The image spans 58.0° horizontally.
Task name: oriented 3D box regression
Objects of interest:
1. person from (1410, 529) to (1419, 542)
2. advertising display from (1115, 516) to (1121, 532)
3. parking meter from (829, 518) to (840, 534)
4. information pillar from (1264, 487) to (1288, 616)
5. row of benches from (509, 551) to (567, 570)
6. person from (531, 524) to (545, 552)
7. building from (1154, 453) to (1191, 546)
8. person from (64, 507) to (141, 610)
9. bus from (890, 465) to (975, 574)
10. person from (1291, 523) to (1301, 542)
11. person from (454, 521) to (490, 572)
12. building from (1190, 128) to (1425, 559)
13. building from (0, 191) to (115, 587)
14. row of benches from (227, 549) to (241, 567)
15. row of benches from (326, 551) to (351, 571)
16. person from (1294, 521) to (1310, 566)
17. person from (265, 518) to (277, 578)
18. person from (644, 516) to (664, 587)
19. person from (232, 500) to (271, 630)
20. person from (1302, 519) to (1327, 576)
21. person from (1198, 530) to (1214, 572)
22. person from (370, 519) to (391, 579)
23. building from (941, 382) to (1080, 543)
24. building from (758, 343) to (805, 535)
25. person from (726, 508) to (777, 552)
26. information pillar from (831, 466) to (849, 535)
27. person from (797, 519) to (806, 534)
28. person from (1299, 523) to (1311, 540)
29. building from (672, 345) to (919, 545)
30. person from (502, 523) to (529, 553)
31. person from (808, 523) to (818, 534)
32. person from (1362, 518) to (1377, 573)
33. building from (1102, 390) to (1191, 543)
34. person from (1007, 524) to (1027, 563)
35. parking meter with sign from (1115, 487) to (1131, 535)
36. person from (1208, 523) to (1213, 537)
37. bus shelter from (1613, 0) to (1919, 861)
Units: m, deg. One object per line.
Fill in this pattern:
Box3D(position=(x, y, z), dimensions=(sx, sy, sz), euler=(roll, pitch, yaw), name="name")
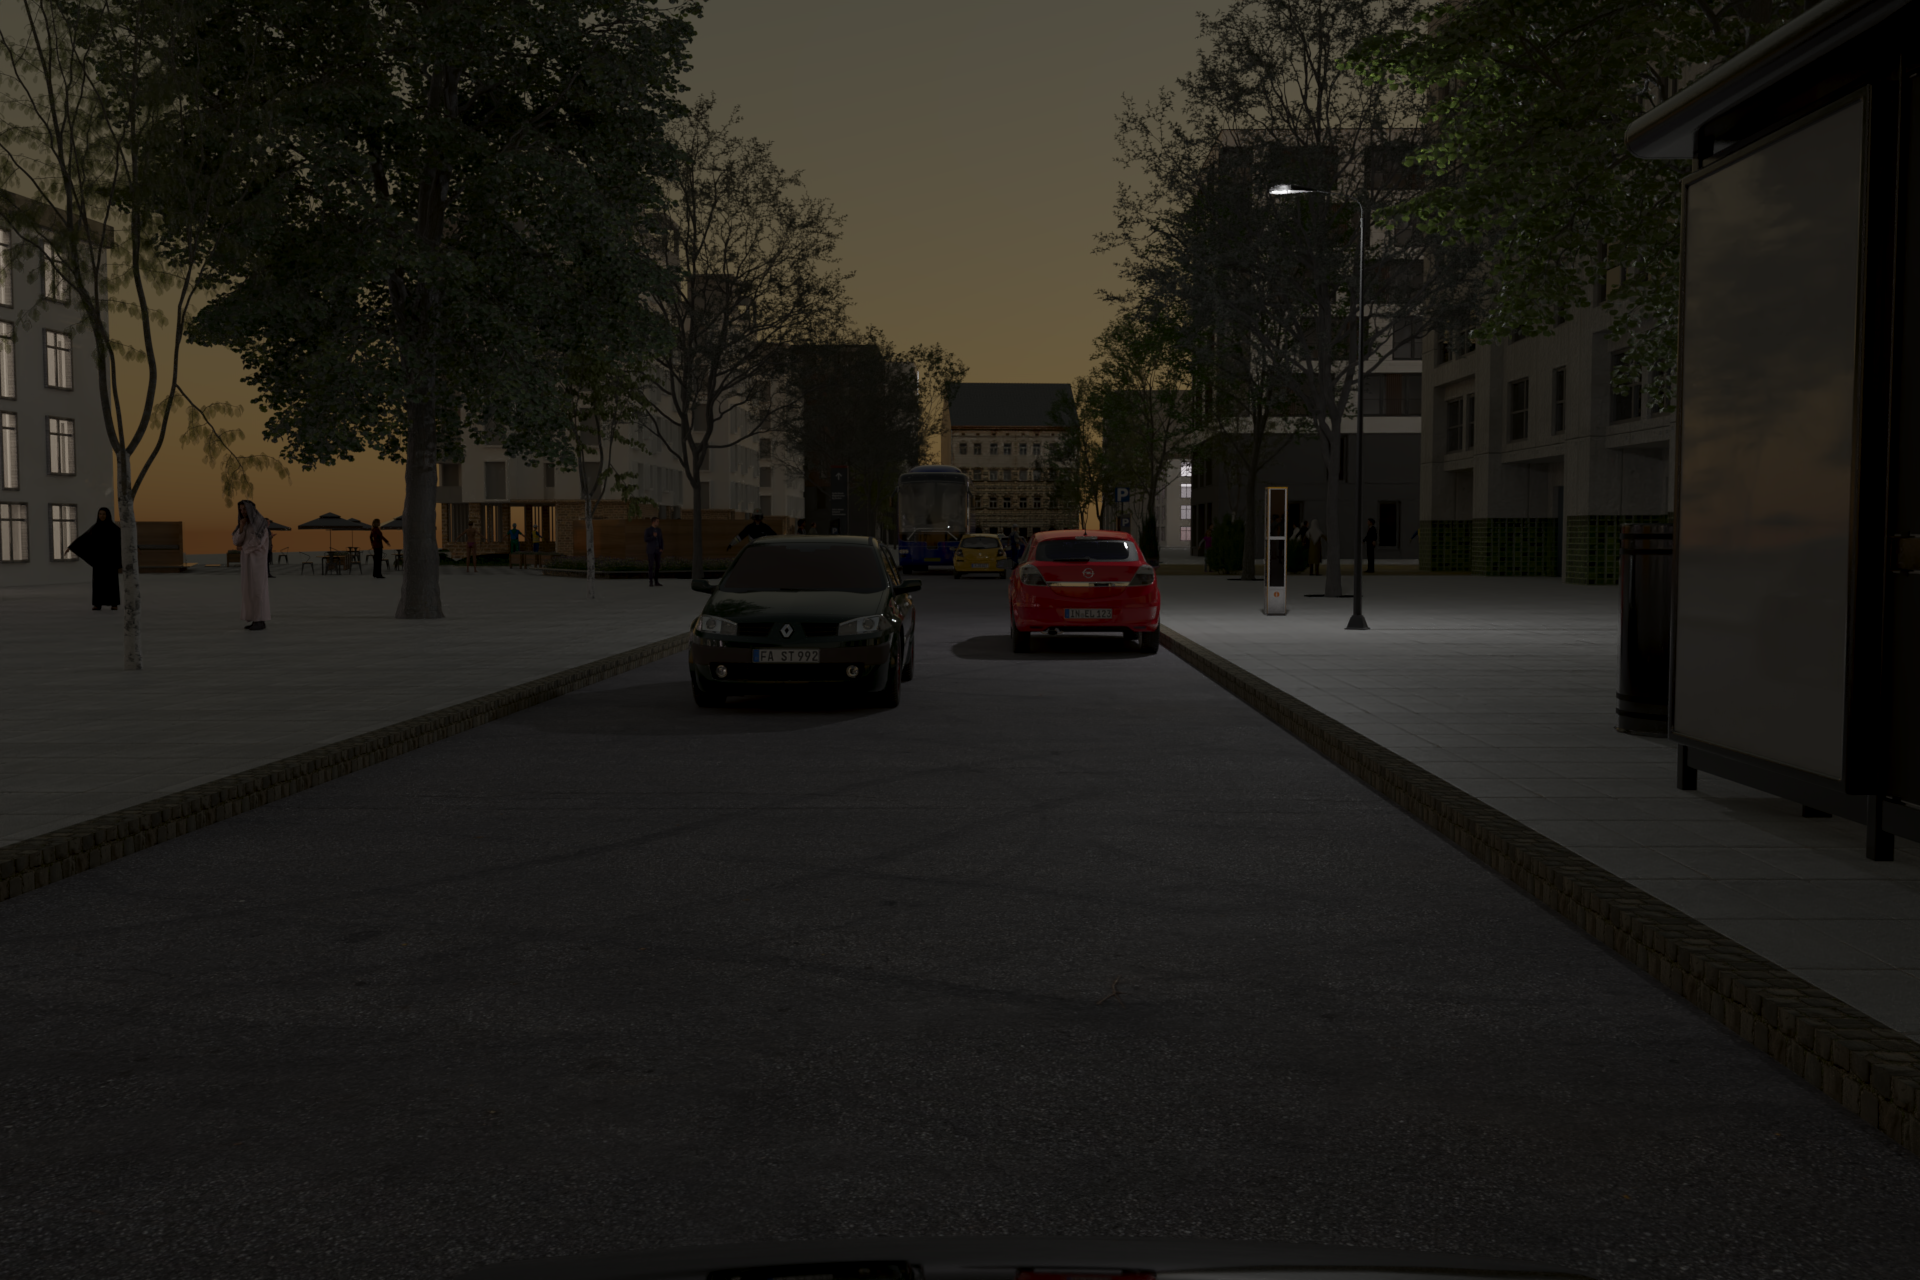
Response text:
Box3D(position=(19.847, -4.169, 74.129), dimensions=(1.349, 1.833, 0.705), euler=(3, 4, 39), name="person")
Box3D(position=(5.613, -3.447, 61.579), dimensions=(0.123, 1.923, 0.974), euler=(0, 4, 2), name="advertising display")
Box3D(position=(-4.600, -3.539, 63.568), dimensions=(0.399, 1.863, 0.255), euler=(0, 4, 2), name="parking meter")
Box3D(position=(4.962, -1.391, 27.229), dimensions=(0.304, 2.012, 0.304), euler=(0, 4, 1), name="information pillar")
Box3D(position=(-15.352, -2.899, 62.860), dimensions=(1.422, 0.672, 4.104), euler=(-2, 4, -35), name="row of benches")
Box3D(position=(-21.429, -4.976, 87.821), dimensions=(0.721, 1.772, 1.216), euler=(-3, 5, -44), name="person")
Box3D(position=(25.883, -14.528, 179.675), dimensions=(9.099, 9.664, 28.070), euler=(0, 4, 1), name="building")
Box3D(position=(-14.398, -1.366, 29.115), dimensions=(1.214, 1.737, 0.721), euler=(-1, 4, -9), name="person")
Box3D(position=(-0.791, -4.498, 65.084), dimensions=(2.896, 3.916, 12.251), euler=(0, 4, 2), name="bus")
Box3D(position=(15.720, -4.586, 81.166), dimensions=(0.705, 1.806, 1.347), euler=(2, 4, 30), name="person")
Box3D(position=(-16.442, -3.152, 58.345), dimensions=(1.217, 1.733, 0.721), euler=(0, 4, -2), name="person")
Box3D(position=(27.595, -15.879, 103.599), dimensions=(27.936, 21.610, 32.646), euler=(0, 4, 2), name="building")
Box3D(position=(-24.299, -5.590, 33.544), dimensions=(9.099, 9.664, 28.070), euler=(0, 4, 2), name="building")
Box3D(position=(-28.674, -3.246, 68.530), dimensions=(1.422, 0.672, 4.104), euler=(-1, 4, -22), name="row of benches")
Box3D(position=(-22.426, -2.879, 62.540), dimensions=(1.422, 0.672, 4.104), euler=(-1, 4, -16), name="row of benches")
Box3D(position=(13.415, -3.724, 67.112), dimensions=(0.704, 1.802, 1.346), euler=(-3, 4, -38), name="person")
Box3D(position=(-20.134, -2.695, 50.641), dimensions=(0.750, 1.759, 0.617), euler=(1, 4, 16), name="person")
Box3D(position=(-7.497, -2.170, 42.438), dimensions=(0.541, 1.710, 0.530), euler=(-2, 4, -35), name="person")
Box3D(position=(-9.519, -1.012, 23.257), dimensions=(0.551, 1.740, 0.621), euler=(1, 4, 10), name="person")
Box3D(position=(10.991, -2.848, 53.333), dimensions=(0.721, 1.736, 1.217), euler=(-2, 4, -35), name="person")
Box3D(position=(8.357, -2.979, 57.974), dimensions=(0.991, 1.433, 0.599), euler=(-2, 4, -30), name="person")
Box3D(position=(-16.770, -2.647, 50.086), dimensions=(0.721, 1.729, 1.215), euler=(-3, 5, -41), name="person")
Box3D(position=(6.919, -25.480, 249.975), dimensions=(18.063, 23.208, 19.493), euler=(0, 4, -5), name="building")
Box3D(position=(-21.930, -19.339, 172.620), dimensions=(16.016, 20.090, 11.380), euler=(0, 4, 1), name="building")
Box3D(position=(-4.402, -1.948, 37.719), dimensions=(1.351, 1.845, 0.704), euler=(0, 4, -6), name="person")
Box3D(position=(-4.559, -4.667, 65.682), dimensions=(0.750, 3.857, 0.750), euler=(0, 4, 1), name="information pillar")
Box3D(position=(-5.661, -3.440, 62.393), dimensions=(0.704, 1.843, 1.345), euler=(1, 4, 12), name="person")
Box3D(position=(17.108, -4.934, 86.438), dimensions=(1.354, 1.858, 0.705), euler=(-1, 4, -12), name="person")
Box3D(position=(-19.365, -21.971, 203.198), dimensions=(27.936, 21.610, 32.646), euler=(0, 4, 1), name="building")
Box3D(position=(-21.549, -4.755, 83.874), dimensions=(1.347, 1.817, 0.704), euler=(0, 4, 0), name="person")
Box3D(position=(-6.550, -4.373, 77.762), dimensions=(0.705, 1.796, 1.348), euler=(-2, 4, -34), name="person")
Box3D(position=(13.614, -3.139, 57.510), dimensions=(0.705, 1.806, 1.347), euler=(0, 4, -5), name="person")
Box3D(position=(27.462, -21.668, 220.733), dimensions=(16.747, 18.905, 31.486), euler=(0, 4, 1), name="building")
Box3D(position=(2.227, -3.737, 69.412), dimensions=(0.705, 1.847, 1.347), euler=(-2, 4, -32), name="person")
Box3D(position=(6.059, -4.142, 63.983), dimensions=(0.543, 3.016, 1.738), euler=(0, 4, 1), name="parking meter with sign")
Box3D(position=(12.564, -4.911, 86.436), dimensions=(0.704, 1.812, 1.346), euler=(2, 4, 31), name="person")
Box3D(position=(4.385, -1.803, 7.112), dimensions=(2.179, 5.291, 8.768), euler=(0, 4, 1), name="bus shelter")
